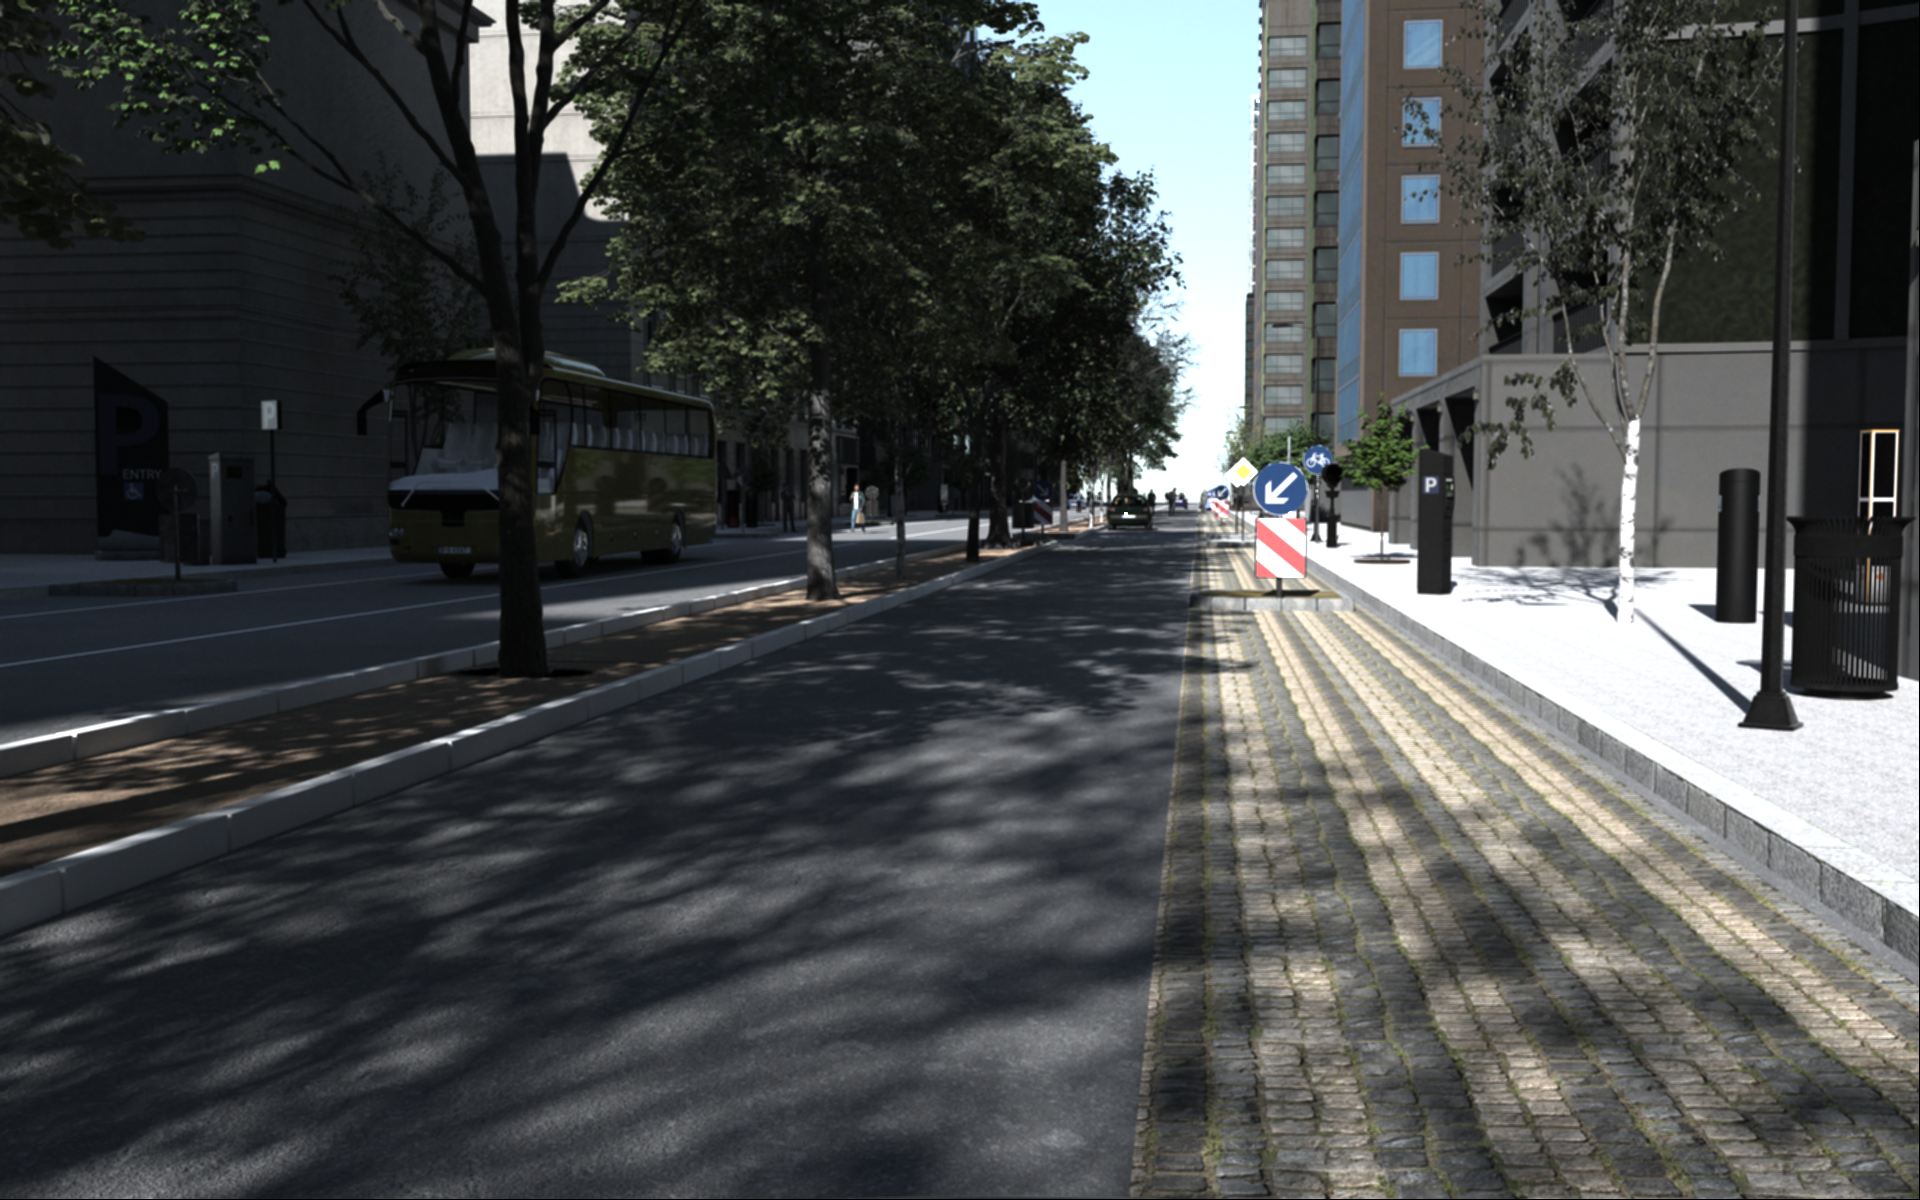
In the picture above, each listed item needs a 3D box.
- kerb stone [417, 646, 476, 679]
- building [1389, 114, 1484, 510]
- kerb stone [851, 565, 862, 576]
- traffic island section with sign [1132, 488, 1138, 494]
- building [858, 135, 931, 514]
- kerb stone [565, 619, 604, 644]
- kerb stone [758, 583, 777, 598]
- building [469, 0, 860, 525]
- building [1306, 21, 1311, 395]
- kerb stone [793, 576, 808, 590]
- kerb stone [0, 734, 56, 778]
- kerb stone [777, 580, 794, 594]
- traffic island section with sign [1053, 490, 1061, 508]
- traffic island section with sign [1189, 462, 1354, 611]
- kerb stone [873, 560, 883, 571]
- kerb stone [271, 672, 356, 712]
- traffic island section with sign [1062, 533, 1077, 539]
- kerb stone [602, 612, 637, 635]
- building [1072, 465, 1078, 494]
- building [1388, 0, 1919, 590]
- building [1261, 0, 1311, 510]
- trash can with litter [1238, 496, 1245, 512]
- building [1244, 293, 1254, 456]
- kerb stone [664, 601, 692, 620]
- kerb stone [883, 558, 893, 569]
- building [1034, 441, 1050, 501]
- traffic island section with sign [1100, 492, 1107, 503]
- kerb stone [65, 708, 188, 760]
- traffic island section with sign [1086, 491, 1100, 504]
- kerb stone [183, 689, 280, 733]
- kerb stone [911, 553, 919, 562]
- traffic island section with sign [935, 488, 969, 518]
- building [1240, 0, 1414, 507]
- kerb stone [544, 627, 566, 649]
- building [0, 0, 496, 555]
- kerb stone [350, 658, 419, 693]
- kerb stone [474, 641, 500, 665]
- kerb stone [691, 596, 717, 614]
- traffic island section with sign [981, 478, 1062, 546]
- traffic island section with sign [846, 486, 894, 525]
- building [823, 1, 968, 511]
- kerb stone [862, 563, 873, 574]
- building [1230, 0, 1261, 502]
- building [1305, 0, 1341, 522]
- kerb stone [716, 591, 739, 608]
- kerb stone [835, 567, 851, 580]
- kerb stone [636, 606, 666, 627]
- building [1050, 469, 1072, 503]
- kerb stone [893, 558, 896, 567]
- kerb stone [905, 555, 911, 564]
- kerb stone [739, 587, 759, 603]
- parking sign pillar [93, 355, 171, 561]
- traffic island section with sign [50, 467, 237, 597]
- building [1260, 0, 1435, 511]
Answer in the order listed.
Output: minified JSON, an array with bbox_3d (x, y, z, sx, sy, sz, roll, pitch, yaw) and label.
[{"bbox_3d":[-4.158,0.511,13.843,0.120,0.150,1.000,0,4,8],"label":"kerb stone"},{"bbox_3d":[40.300,-45.074,175.217,20.563,71.187,20.611,0,4,8],"label":"building"},{"bbox_3d":[-1.908,-0.479,30.082,0.120,0.150,1.000,0,4,8],"label":"kerb stone"},{"bbox_3d":[13.037,-7.470,130.263,2.006,1.907,1.989,0,4,8],"label":"traffic island section with sign"},{"bbox_3d":[-10.668,-19.712,115.792,14.314,27.812,24.014,0,4,8],"label":"building"},{"bbox_3d":[-3.727,0.326,16.888,0.120,0.150,1.000,0,4,8],"label":"kerb stone"},{"bbox_3d":[-2.745,-0.109,23.984,0.120,0.150,1.000,0,4,8],"label":"kerb stone"},{"bbox_3d":[-16.292,-18.680,81.834,17.030,29.872,44.131,0,4,8],"label":"building"},{"bbox_3d":[33.419,-34.894,112.515,21.231,58.520,28.212,0,4,8],"label":"building"},{"bbox_3d":[-2.462,-0.230,26.012,0.120,0.150,1.000,0,4,8],"label":"kerb stone"},{"bbox_3d":[-4.864,0.824,8.758,0.120,0.150,1.000,0,4,8],"label":"kerb stone"},{"bbox_3d":[-2.606,-0.164,25.000,0.120,0.150,1.000,0,4,8],"label":"kerb stone"},{"bbox_3d":[10.214,-10.688,183.372,1.989,1.847,2.006,0,4,8],"label":"traffic island section with sign"},{"bbox_3d":[3.937,-0.822,22.067,1.989,1.847,2.006,0,4,8],"label":"traffic island section with sign"},{"bbox_3d":[-1.628,-0.606,32.114,0.120,0.150,1.000,0,4,8],"label":"kerb stone"},{"bbox_3d":[-4.434,0.635,11.808,0.120,0.150,1.000,0,4,8],"label":"kerb stone"},{"bbox_3d":[2.729,-2.917,55.832,2.006,1.907,1.989,0,4,8],"label":"traffic island section with sign"},{"bbox_3d":[-3.581,0.263,17.900,0.120,0.150,1.000,0,4,8],"label":"kerb stone"},{"bbox_3d":[7.123,-39.603,271.204,21.300,48.544,21.600,0,4,8],"label":"building"},{"bbox_3d":[19.878,-36.283,31.474,20.563,71.187,20.611,0,4,8],"label":"building"},{"bbox_3d":[32.494,-28.243,145.366,14.154,41.232,14.086,0,4,8],"label":"building"},{"bbox_3d":[20.771,-7.109,127.619,0.624,1.170,1.055,-1,4,-10],"label":"trash can with litter"},{"bbox_3d":[47.745,-29.110,247.642,14.160,30.474,14.107,0,4,8],"label":"building"},{"bbox_3d":[-3.314,0.138,19.935,0.120,0.150,1.000,0,4,8],"label":"kerb stone"},{"bbox_3d":[-1.483,-0.669,33.128,0.120,0.150,1.000,0,4,8],"label":"kerb stone"},{"bbox_3d":[4.193,-27.730,225.084,14.160,30.474,14.107,0,4,8],"label":"building"},{"bbox_3d":[21.452,-15.648,264.475,1.989,1.847,2.006,0,4,8],"label":"traffic island section with sign"},{"bbox_3d":[-4.717,0.760,9.769,0.120,0.150,1.000,0,4,8],"label":"kerb stone"},{"bbox_3d":[17.751,-14.015,237.774,1.989,1.847,2.006,0,4,8],"label":"traffic island section with sign"},{"bbox_3d":[-4.576,0.702,10.790,0.120,0.150,1.000,0,4,8],"label":"kerb stone"},{"bbox_3d":[-1.052,-0.856,36.193,0.120,0.150,1.000,0,4,8],"label":"kerb stone"},{"bbox_3d":[-0.406,-6.001,106.748,1.989,1.847,2.006,0,4,8],"label":"traffic island section with sign"},{"bbox_3d":[47.871,-48.328,228.418,20.563,71.187,20.611,0,4,8],"label":"building"},{"bbox_3d":[-3.871,0.387,15.868,0.120,0.150,1.000,0,4,8],"label":"kerb stone"},{"bbox_3d":[-25.535,-12.296,42.846,24.055,21.916,13.314,0,4,8],"label":"building"},{"bbox_3d":[-4.306,0.573,12.830,0.120,0.150,1.000,0,4,8],"label":"kerb stone"},{"bbox_3d":[-4.009,0.451,14.855,0.120,0.150,1.000,0,4,8],"label":"kerb stone"},{"bbox_3d":[-3.170,0.076,20.947,0.120,0.150,1.000,0,4,8],"label":"kerb stone"},{"bbox_3d":[1.702,-2.468,48.496,2.006,1.907,1.989,0,4,8],"label":"traffic island section with sign"},{"bbox_3d":[-4.110,-4.368,80.048,1.989,1.847,2.006,0,4,8],"label":"traffic island section with sign"},{"bbox_3d":[-10.068,-43.110,143.094,20.563,71.187,20.611,0,4,8],"label":"building"},{"bbox_3d":[-1.761,-0.545,31.099,0.120,0.150,1.000,0,4,8],"label":"kerb stone"},{"bbox_3d":[53.802,-58.448,268.299,22.319,86.520,31.000,0,4,8],"label":"building"},{"bbox_3d":[24.129,-19.160,84.969,14.160,30.474,14.107,0,4,8],"label":"building"},{"bbox_3d":[-3.026,0.016,21.959,0.120,0.150,1.000,0,4,8],"label":"kerb stone"},{"bbox_3d":[-2.035,-0.420,29.067,0.120,0.150,1.000,0,4,8],"label":"kerb stone"},{"bbox_3d":[-3.456,0.200,18.923,0.120,0.150,1.000,0,4,8],"label":"kerb stone"},{"bbox_3d":[4.462,-43.069,246.170,21.231,58.520,28.212,0,4,8],"label":"building"},{"bbox_3d":[-1.345,-0.731,34.141,0.120,0.150,1.000,0,4,8],"label":"kerb stone"},{"bbox_3d":[-1.194,-0.793,35.168,0.120,0.150,1.000,0,4,8],"label":"kerb stone"},{"bbox_3d":[-2.882,-0.046,22.971,0.120,0.150,1.000,0,4,8],"label":"kerb stone"},{"bbox_3d":[-16.192,-2.779,33.902,1.447,3.967,1.447,-2,4,-24],"label":"parking sign pillar"},{"bbox_3d":[-11.708,-1.012,25.177,1.989,1.847,2.006,0,4,8],"label":"traffic island section with sign"},{"bbox_3d":[34.668,-31.140,159.246,14.600,45.320,14.200,0,4,8],"label":"building"}]
